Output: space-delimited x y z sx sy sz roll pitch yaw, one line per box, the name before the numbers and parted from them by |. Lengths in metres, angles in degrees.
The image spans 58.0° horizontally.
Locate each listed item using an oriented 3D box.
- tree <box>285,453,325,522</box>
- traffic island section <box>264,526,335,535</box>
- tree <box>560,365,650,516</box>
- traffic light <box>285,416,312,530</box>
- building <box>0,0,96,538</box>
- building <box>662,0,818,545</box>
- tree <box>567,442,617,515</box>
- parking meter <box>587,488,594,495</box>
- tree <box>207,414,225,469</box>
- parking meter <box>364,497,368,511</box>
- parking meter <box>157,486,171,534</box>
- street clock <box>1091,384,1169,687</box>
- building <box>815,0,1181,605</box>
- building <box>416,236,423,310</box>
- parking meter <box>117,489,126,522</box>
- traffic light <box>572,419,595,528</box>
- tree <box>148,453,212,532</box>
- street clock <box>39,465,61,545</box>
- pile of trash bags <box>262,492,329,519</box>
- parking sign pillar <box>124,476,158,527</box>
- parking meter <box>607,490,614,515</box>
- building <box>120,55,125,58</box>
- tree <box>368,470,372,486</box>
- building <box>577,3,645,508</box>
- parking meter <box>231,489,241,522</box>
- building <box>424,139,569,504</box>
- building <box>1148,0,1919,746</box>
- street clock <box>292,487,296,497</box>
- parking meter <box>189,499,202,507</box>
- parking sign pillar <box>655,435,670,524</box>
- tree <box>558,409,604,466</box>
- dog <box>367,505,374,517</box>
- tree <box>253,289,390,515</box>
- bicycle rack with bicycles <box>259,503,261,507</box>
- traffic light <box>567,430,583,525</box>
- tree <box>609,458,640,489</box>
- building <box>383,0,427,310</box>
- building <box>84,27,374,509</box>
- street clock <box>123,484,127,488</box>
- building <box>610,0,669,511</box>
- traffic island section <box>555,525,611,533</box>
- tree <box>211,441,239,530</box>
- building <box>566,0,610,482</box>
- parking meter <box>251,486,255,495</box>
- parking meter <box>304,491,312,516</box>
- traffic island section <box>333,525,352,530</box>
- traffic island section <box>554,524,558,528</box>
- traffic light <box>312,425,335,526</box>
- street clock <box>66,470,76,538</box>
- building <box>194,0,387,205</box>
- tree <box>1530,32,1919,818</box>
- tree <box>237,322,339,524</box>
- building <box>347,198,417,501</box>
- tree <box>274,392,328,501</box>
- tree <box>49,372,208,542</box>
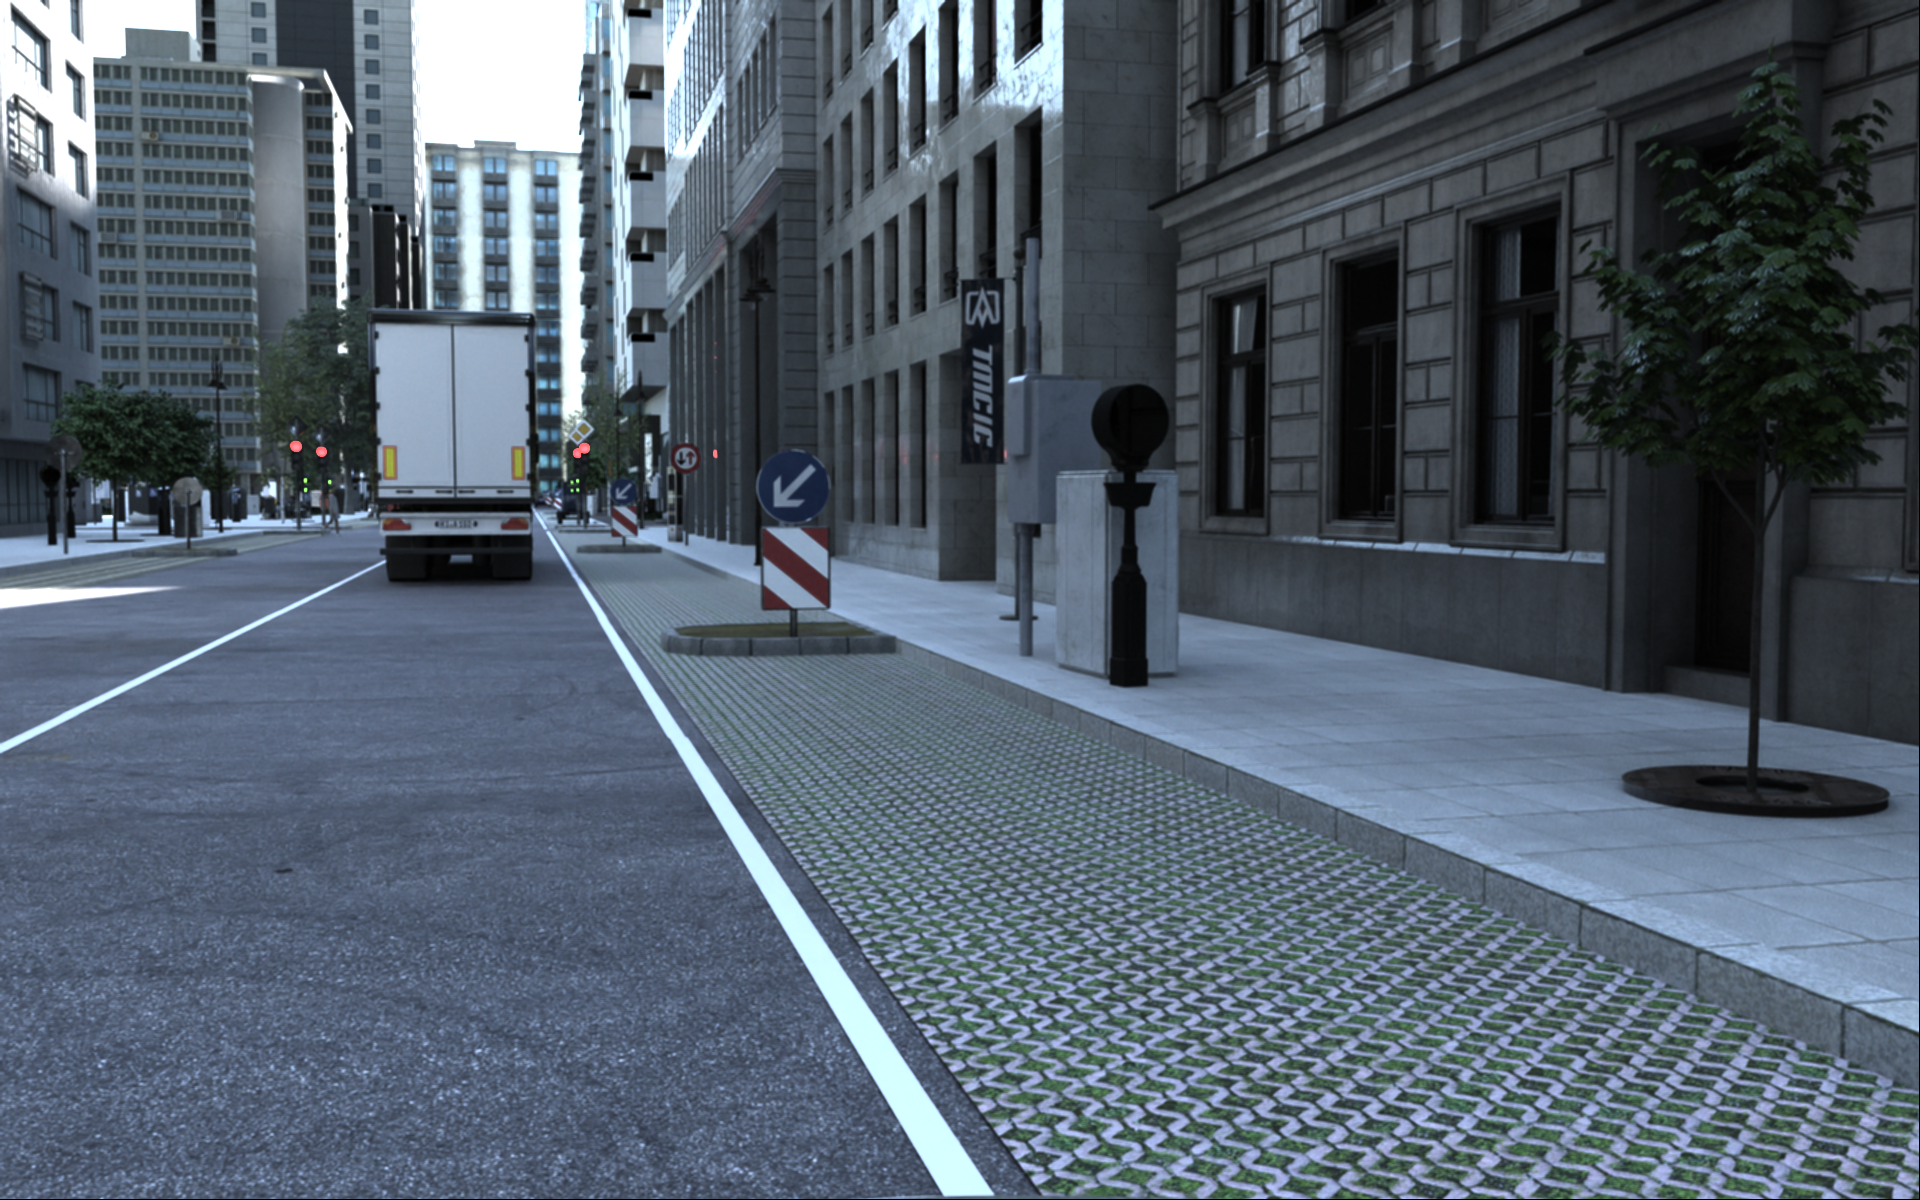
tree | -30.365 -5.223 80.004 1.663 3.219 1.824 0 3 0
traffic island section | -23.745 -2.440 62.170 2.009 0.180 2.903 -1 4 -14
tree | -20.079 -9.159 100.111 4.737 8.622 4.395 0 3 0
traffic light | -23.703 -4.472 62.045 0.839 4.253 0.868 -1 4 -14
building | -34.795 -22.544 52.188 14.086 41.232 14.154 -1 4 -14
building | -2.008 -16.707 50.649 11.434 29.767 29.804 -1 4 -14
tree | -22.708 -7.582 107.687 4.285 4.588 4.351 0 3 0
parking meter | -24.210 -6.597 113.578 0.399 1.863 0.255 2 4 24
tree | -24.648 -4.286 53.797 4.285 4.588 4.351 0 3 0
parking meter | -43.901 -7.309 127.906 0.372 1.533 0.369 0 3 0
parking meter | -25.662 -2.902 55.855 0.372 1.533 0.369 0 3 0
street clock | 1.131 -0.427 11.552 0.471 2.002 0.358 -2 4 -26
building | 4.139 -10.625 28.466 10.420 20.320 16.860 -1 4 -14
building | -64.833 -25.256 184.640 14.160 30.474 14.107 -1 4 -14
parking meter | -38.738 -4.376 79.961 0.372 1.533 0.369 0 3 0
traffic light | -13.998 -4.622 64.496 0.839 4.253 0.868 -1 4 -14
tree | -26.774 -3.941 59.038 1.663 3.219 1.824 0 3 0
street clock | -22.849 -2.384 43.549 0.471 2.002 0.358 -2 4 -24
pile of trash bags | -34.497 -4.930 90.349 1.912 1.369 3.447 3 5 43
parking sign pillar | -32.442 -4.909 68.742 1.447 3.967 1.447 2 4 31
parking meter | -21.013 -5.853 104.101 0.372 1.533 0.369 0 3 0
building | -93.490 -34.986 195.714 21.600 48.544 21.300 -1 4 -14
tree | -44.291 -9.202 134.166 4.285 4.588 4.351 0 3 0
building | -26.940 -33.996 175.449 23.786 49.044 30.456 -1 4 -14
parking meter | -33.062 -4.324 79.107 0.372 1.533 0.369 0 3 0
building | -63.181 -37.747 236.778 30.456 49.044 23.786 -1 4 -14
building | 9.006 -8.958 11.094 10.561 19.102 19.286 -1 4 -14
street clock | -52.689 -8.121 137.342 0.471 2.002 0.358 -1 4 -12
parking meter | -22.946 -2.662 51.940 0.372 1.533 0.369 0 3 0
parking sign pillar | -12.498 -5.293 75.019 1.447 3.967 1.447 -2 4 -28
tree | -32.759 -12.207 149.948 4.360 8.622 3.978 0 3 0
dog | -33.366 -4.982 98.296 0.513 0.831 0.800 0 4 -5
tree | -37.864 -12.230 106.623 9.857 13.997 8.962 0 3 0
bicycle rack with bicycles | -51.498 -6.955 127.103 2.925 0.926 2.852 2 4 26
traffic light | -15.947 -5.096 72.240 0.839 4.253 0.868 -1 4 -14
tree | -18.082 -5.983 92.428 1.663 3.219 1.824 0 3 0
building | -73.241 -46.653 201.030 20.611 71.187 20.563 -1 4 -14
building | -66.195 -27.974 149.255 32.217 40.220 23.993 -1 4 -14
street clock | -58.868 -7.204 122.354 0.358 2.002 0.471 1 4 20
building | -11.813 -33.069 129.909 28.713 52.752 27.495 -1 4 -14
traffic island section | -13.956 -2.590 64.620 2.009 0.180 2.903 -1 4 -14
tree | -26.723 -4.148 62.427 1.663 3.219 1.824 0 3 0
building | -35.232 -54.554 204.635 22.319 86.520 31.000 -1 4 -14
parking meter | -53.885 -7.724 132.005 0.255 1.863 0.399 -1 4 -13
parking meter | -37.650 -5.602 100.000 0.372 1.533 0.369 0 3 0
traffic island section | -25.694 -2.913 69.914 2.009 0.180 2.903 -1 4 -14
traffic island section | -15.906 -3.063 72.364 2.009 0.180 2.903 -1 4 -14
traffic light | -25.653 -4.946 69.789 0.839 4.253 0.868 -1 4 -14
street clock | -25.961 -2.811 50.530 0.358 2.002 0.471 0 4 -7
building | -87.417 -48.290 227.796 20.611 71.187 20.563 -1 4 -14
tree | 3.492 -0.778 7.323 1.663 3.219 1.824 0 3 0
tree | -29.231 -7.615 74.862 4.737 8.622 4.395 0 3 0
building | -61.519 -24.382 170.340 14.160 30.474 14.107 -1 4 -14
tree | -45.885 -10.411 120.577 4.360 8.622 3.978 0 3 0
tree | -22.777 -3.844 46.571 4.285 4.588 4.351 0 3 0
